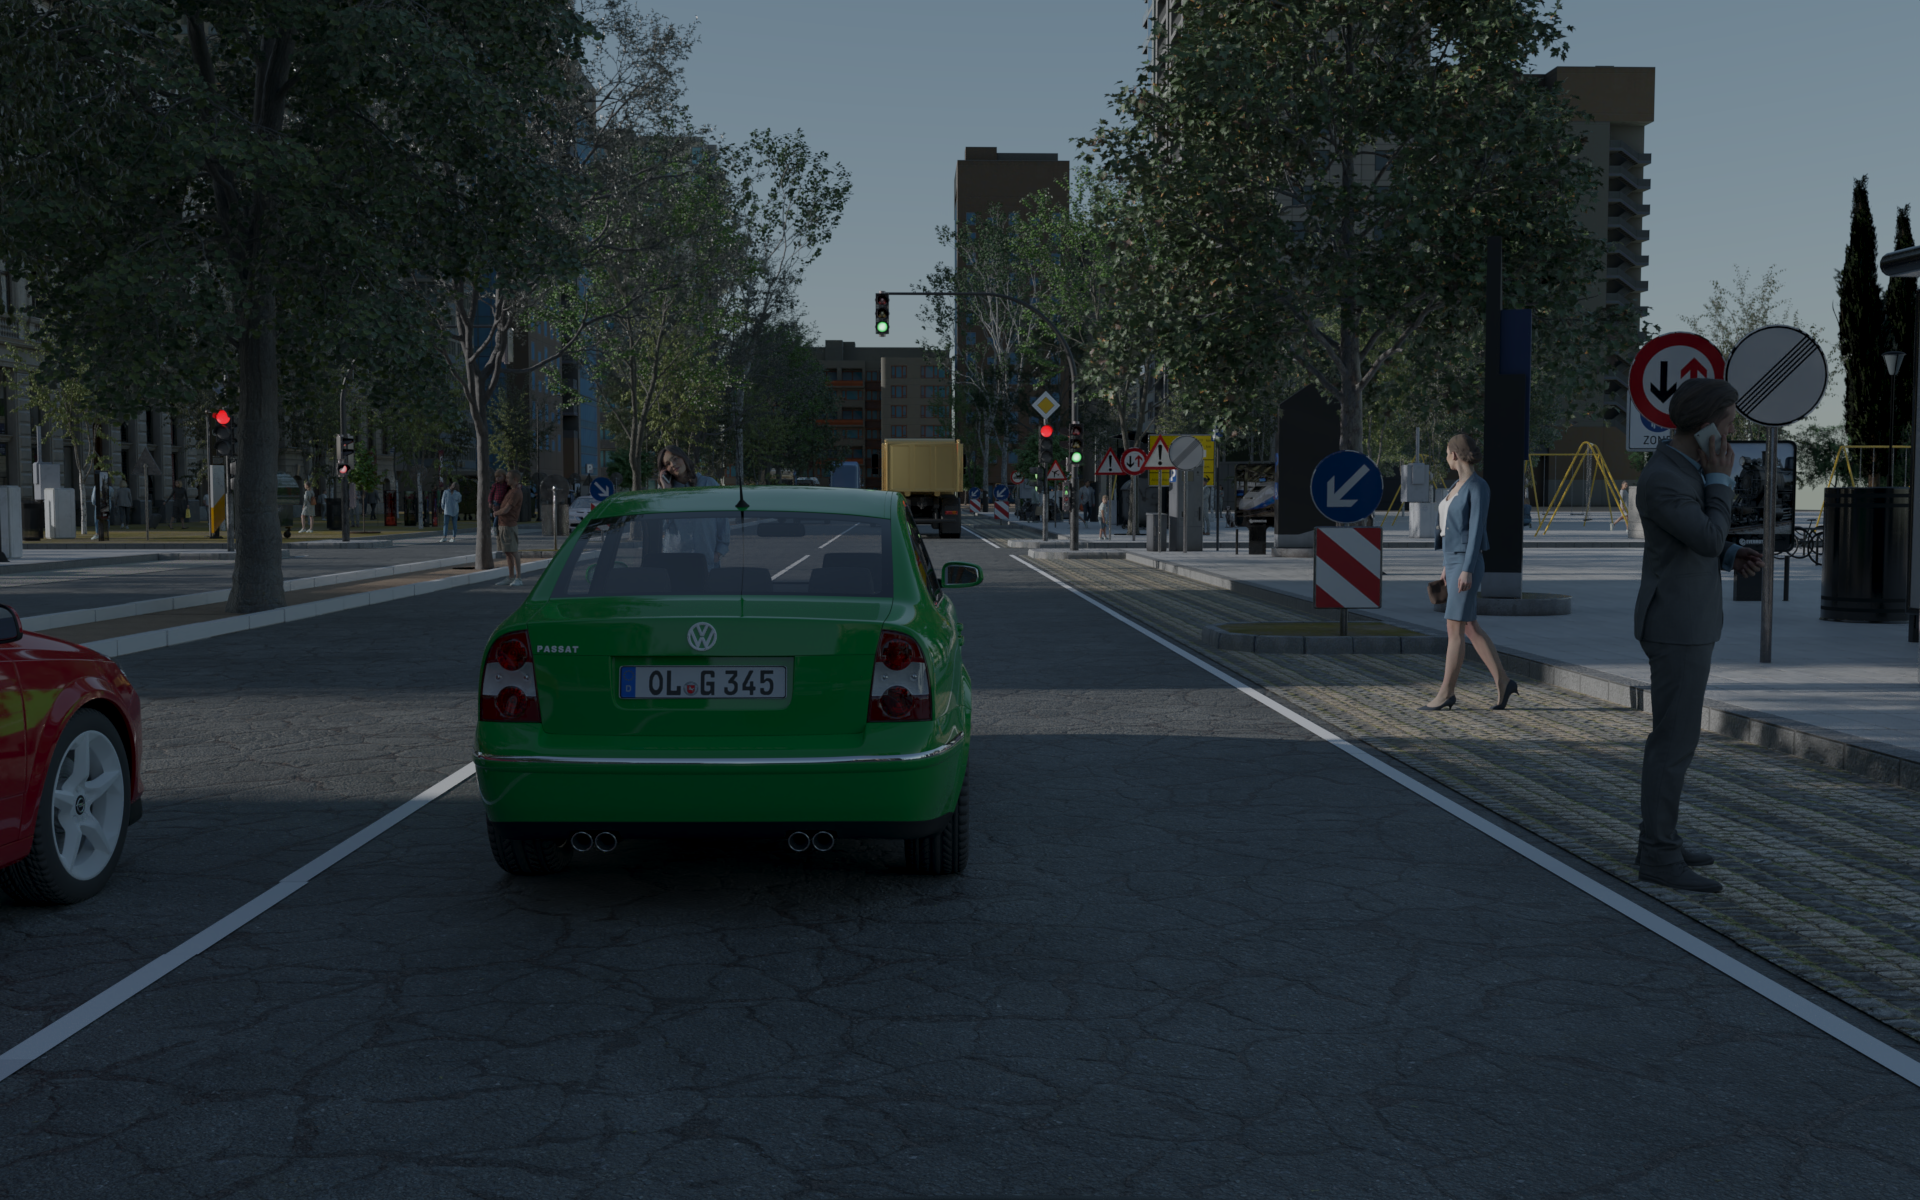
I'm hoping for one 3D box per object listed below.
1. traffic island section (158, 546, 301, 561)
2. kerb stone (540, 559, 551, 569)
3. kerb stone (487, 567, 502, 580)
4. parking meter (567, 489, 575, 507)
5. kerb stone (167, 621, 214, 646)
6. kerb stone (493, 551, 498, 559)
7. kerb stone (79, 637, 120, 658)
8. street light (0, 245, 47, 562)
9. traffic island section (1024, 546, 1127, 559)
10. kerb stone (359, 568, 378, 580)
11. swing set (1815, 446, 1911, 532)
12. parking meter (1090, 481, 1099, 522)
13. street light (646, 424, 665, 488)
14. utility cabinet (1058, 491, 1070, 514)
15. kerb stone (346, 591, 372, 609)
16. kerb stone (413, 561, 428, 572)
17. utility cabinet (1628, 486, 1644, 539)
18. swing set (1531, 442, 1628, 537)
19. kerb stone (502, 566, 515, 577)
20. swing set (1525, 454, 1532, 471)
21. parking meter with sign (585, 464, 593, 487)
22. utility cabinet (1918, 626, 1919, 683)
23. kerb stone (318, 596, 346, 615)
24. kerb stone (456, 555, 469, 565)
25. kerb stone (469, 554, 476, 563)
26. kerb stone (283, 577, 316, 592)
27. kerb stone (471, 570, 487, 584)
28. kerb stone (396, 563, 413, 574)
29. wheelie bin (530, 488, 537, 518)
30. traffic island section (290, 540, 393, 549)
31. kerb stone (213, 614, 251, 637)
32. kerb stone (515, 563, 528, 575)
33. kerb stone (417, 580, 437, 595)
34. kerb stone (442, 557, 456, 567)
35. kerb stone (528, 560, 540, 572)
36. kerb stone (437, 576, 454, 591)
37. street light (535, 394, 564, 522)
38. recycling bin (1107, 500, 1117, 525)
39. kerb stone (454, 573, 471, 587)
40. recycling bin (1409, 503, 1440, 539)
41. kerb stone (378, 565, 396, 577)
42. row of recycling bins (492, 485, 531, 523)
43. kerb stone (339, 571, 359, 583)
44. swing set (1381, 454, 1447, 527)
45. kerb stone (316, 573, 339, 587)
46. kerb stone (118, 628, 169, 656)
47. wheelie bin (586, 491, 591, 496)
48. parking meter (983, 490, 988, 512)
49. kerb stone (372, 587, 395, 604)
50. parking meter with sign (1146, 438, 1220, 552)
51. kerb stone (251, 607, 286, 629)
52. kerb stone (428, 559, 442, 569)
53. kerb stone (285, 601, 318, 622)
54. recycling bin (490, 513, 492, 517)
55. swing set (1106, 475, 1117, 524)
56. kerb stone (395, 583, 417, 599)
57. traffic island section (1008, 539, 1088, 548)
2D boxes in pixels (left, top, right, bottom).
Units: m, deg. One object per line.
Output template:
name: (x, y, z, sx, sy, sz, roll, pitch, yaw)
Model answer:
traffic island section: (-16.323, -1.007, 38.738, 2.009, 0.180, 2.903, 0, 4, -2)
kerb stone: (-8.058, -0.673, 33.199, 0.120, 0.150, 1.000, 0, 4, -2)
kerb stone: (-7.918, -0.420, 29.085, 0.120, 0.150, 1.000, 0, 4, -2)
parking meter: (-20.091, -4.959, 89.486, 0.372, 1.533, 0.369, 0, 3, 0)
kerb stone: (-7.521, 0.331, 16.783, 0.120, 0.150, 1.000, 0, 4, -2)
kerb stone: (-10.315, -0.976, 38.265, 0.120, 0.150, 1.000, 0, 4, -2)
kerb stone: (-7.461, 0.456, 14.733, 0.120, 0.150, 1.000, 0, 4, -2)
street light: (-17.563, -3.664, 32.454, 1.470, 5.913, 1.316, 0, 4, -2)
traffic island section: (2.609, -1.043, 39.336, 2.009, 0.180, 2.903, 0, 4, -2)
kerb stone: (-10.018, -0.419, 29.044, 0.120, 0.150, 1.000, 0, 4, -2)
swing set: (30.067, -3.585, 56.235, 3.119, 2.851, 2.862, 0, 4, -5)
parking meter: (6.177, -4.531, 79.799, 0.399, 1.863, 0.255, 3, 4, 36)
street light: (-20.169, -8.697, 114.735, 1.470, 5.913, 1.316, 0, 4, -2)
utility cabinet: (6.687, -6.254, 110.932, 0.318, 1.500, 1.173, 2, 4, 33)
kerb stone: (-7.691, 0.018, 21.904, 0.120, 0.150, 1.000, 0, 4, -2)
kerb stone: (-10.104, -0.605, 32.110, 0.120, 0.150, 1.000, 0, 4, -2)
utility cabinet: (19.519, -2.478, 49.195, 0.318, 1.500, 1.173, -1, 4, -19)
swing set: (19.150, -3.374, 52.790, 2.862, 2.851, 3.119, 2, 4, 24)
kerb stone: (-7.961, -0.484, 30.113, 0.120, 0.150, 1.000, 0, 4, -2)
swing set: (23.366, -4.267, 67.385, 3.119, 2.851, 2.862, 0, 4, -2)
parking meter with sign: (-20.668, -6.313, 99.482, 1.738, 3.016, 0.543, 2, 4, 32)
utility cabinet: (6.932, -0.158, 11.264, 1.173, 1.500, 0.318, 2, 4, 25)
kerb stone: (-7.650, 0.081, 20.873, 0.120, 0.150, 1.000, 0, 4, -2)
kerb stone: (-10.217, -0.795, 35.191, 0.120, 0.150, 1.000, 0, 4, -2)
kerb stone: (-10.243, -0.857, 36.213, 0.120, 0.150, 1.000, 0, 4, -2)
kerb stone: (-9.922, -0.231, 25.972, 0.120, 0.150, 1.000, 0, 4, -2)
kerb stone: (-7.882, -0.358, 28.054, 0.120, 0.150, 1.000, 0, 4, -2)
kerb stone: (-10.076, -0.544, 31.088, 0.120, 0.150, 1.000, 0, 4, -2)
wheelie bin: (-23.022, -5.165, 92.356, 0.980, 1.594, 0.693, 2, 4, 29)
traffic island section: (-16.578, -1.495, 46.719, 2.009, 0.180, 2.903, 0, 4, -2)
kerb stone: (-7.562, 0.274, 17.805, 0.120, 0.150, 1.000, 0, 4, -2)
kerb stone: (-7.982, -0.542, 31.147, 0.120, 0.150, 1.000, 0, 4, -2)
kerb stone: (-7.781, -0.170, 24.978, 0.120, 0.150, 1.000, 0, 4, -2)
kerb stone: (-10.176, -0.731, 34.170, 0.120, 0.150, 1.000, 0, 4, -2)
kerb stone: (-8.019, -0.610, 32.168, 0.120, 0.150, 1.000, 0, 4, -2)
kerb stone: (-7.821, -0.227, 26.002, 0.120, 0.150, 1.000, 0, 4, -2)
street light: (-19.043, -6.600, 80.445, 1.470, 5.913, 1.316, 0, 4, -2)
recycling bin: (6.563, -3.611, 71.587, 0.722, 1.027, 0.722, -2, 4, -26)
kerb stone: (-7.858, -0.296, 27.032, 0.120, 0.150, 1.000, 0, 4, -2)
recycling bin: (13.531, -2.311, 50.347, 0.722, 1.027, 0.722, -1, 4, -9)
kerb stone: (-10.051, -0.478, 30.067, 0.120, 0.150, 1.000, 0, 4, -2)
row of recycling bins: (-20.480, -4.415, 79.294, 1.069, 1.692, 3.534, 0, 4, 5)
kerb stone: (-9.980, -0.356, 28.016, 0.120, 0.150, 1.000, 0, 4, -2)
swing set: (18.313, -4.330, 68.416, 2.862, 2.851, 3.119, 1, 4, 23)
kerb stone: (-9.947, -0.294, 26.995, 0.120, 0.150, 1.000, 0, 4, -2)
kerb stone: (-7.494, 0.394, 15.754, 0.120, 0.150, 1.000, 0, 4, -2)
wheelie bin: (-20.465, -5.410, 96.355, 0.693, 1.594, 0.980, -1, 4, -21)
parking meter: (1.774, -6.898, 121.188, 0.372, 1.533, 0.369, 0, 3, 0)
kerb stone: (-7.719, -0.045, 22.930, 0.120, 0.150, 1.000, 0, 4, -2)
parking meter with sign: (5.050, -2.603, 38.821, 1.738, 3.016, 0.543, -1, 4, -20)
kerb stone: (-7.591, 0.213, 18.826, 0.120, 0.150, 1.000, 0, 4, -2)
kerb stone: (-10.146, -0.667, 33.138, 0.120, 0.150, 1.000, 0, 4, -2)
kerb stone: (-7.615, 0.143, 19.852, 0.120, 0.150, 1.000, 0, 4, -2)
recycling bin: (-24.742, -4.795, 90.945, 0.722, 1.027, 0.722, 3, 4, 39)
swing set: (8.123, -4.739, 75.099, 3.119, 2.851, 2.862, 2, 4, 30)
kerb stone: (-7.754, -0.105, 23.957, 0.120, 0.150, 1.000, 0, 4, -2)
traffic island section: (2.354, -1.531, 47.317, 2.009, 0.180, 2.903, 0, 4, -2)
